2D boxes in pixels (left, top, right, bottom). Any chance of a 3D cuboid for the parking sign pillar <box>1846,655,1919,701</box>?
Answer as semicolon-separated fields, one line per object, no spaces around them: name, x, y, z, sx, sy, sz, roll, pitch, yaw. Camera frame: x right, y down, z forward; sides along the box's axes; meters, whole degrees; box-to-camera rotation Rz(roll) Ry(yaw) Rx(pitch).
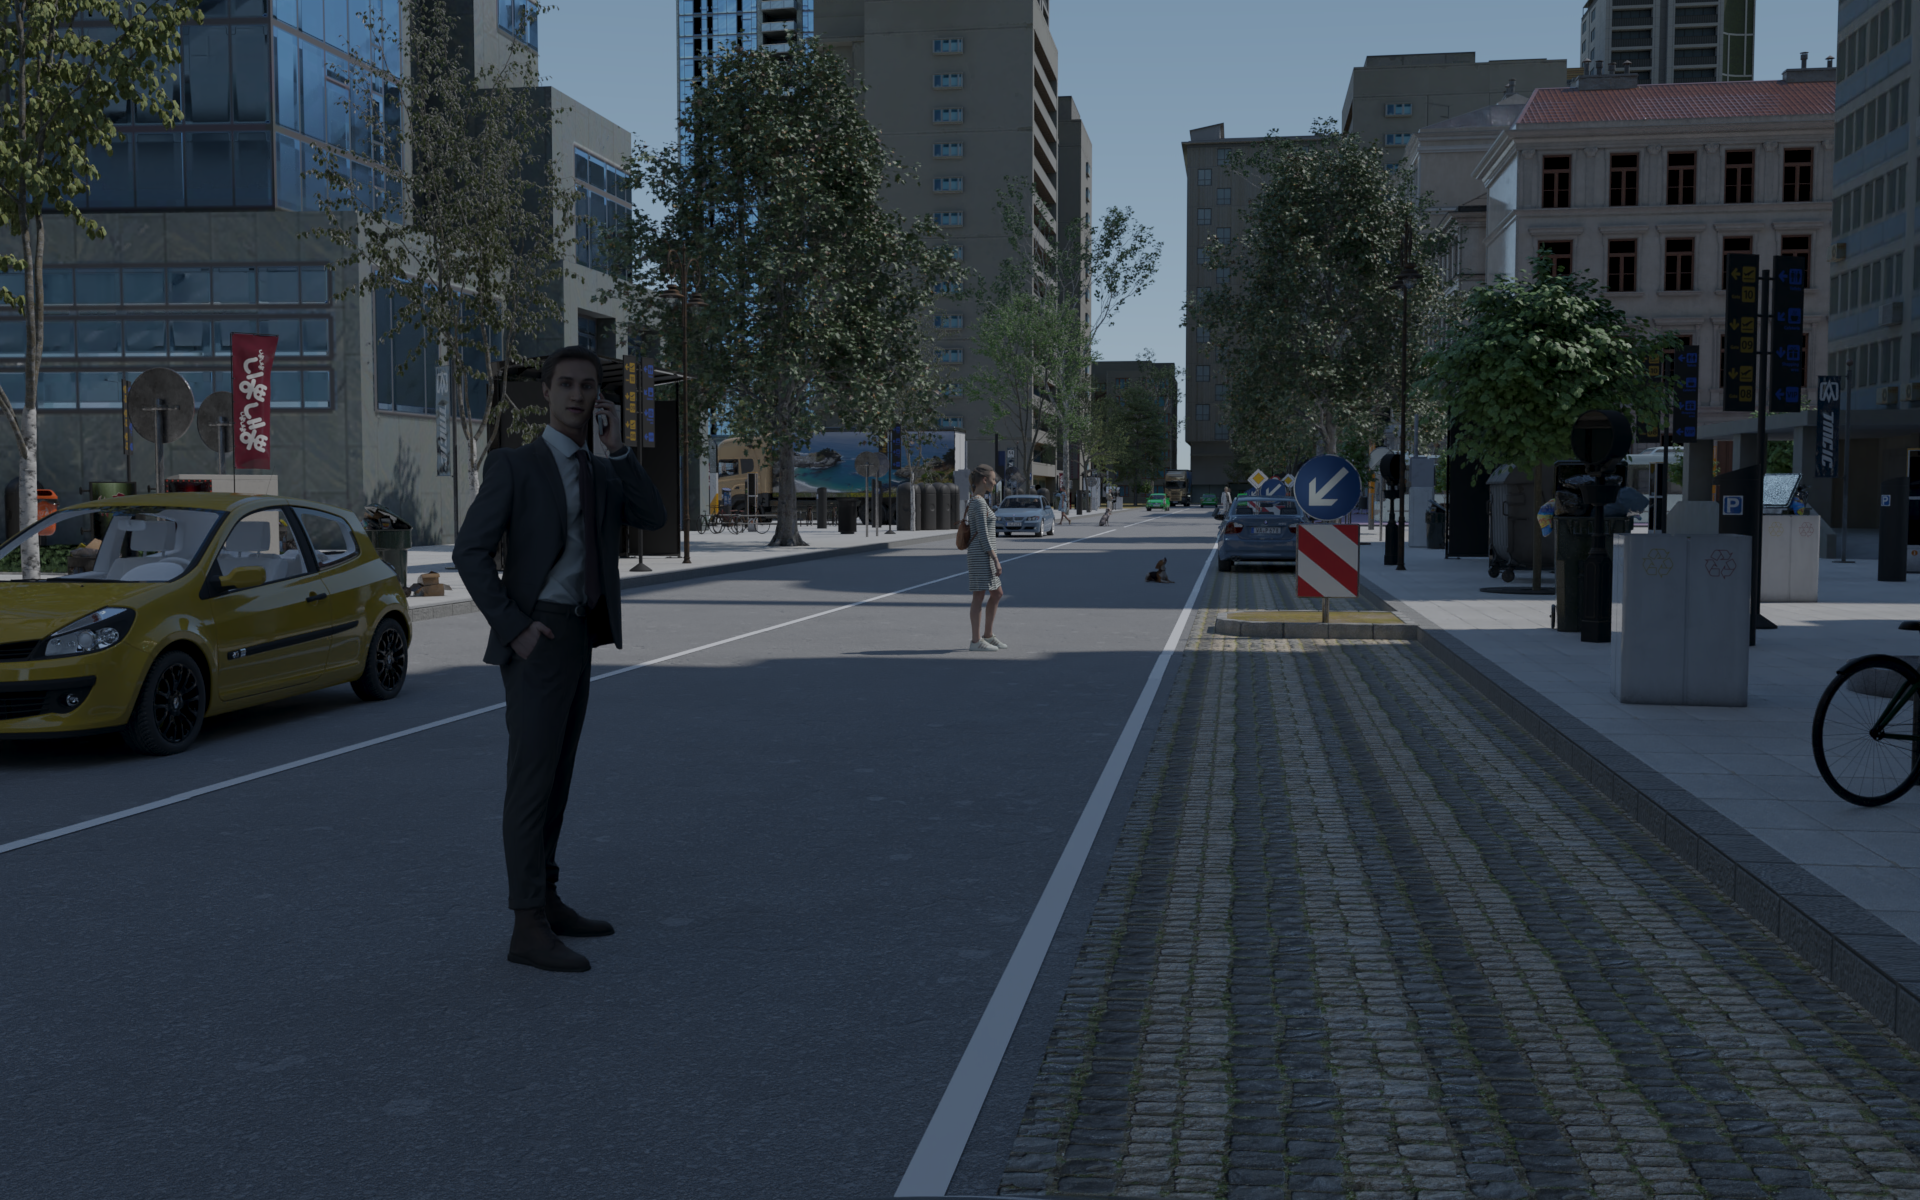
parking sign pillar;6.506;-1.379;11.016;1.447;3.967;1.447;2;4;25

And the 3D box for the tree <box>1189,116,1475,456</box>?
tree;18.684;-14.012;84.993;12.611;20.169;13.585;0;3;0

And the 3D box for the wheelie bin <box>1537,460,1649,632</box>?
wheelie bin;5.912;-0.507;16.192;0.980;1.594;0.693;1;4;17

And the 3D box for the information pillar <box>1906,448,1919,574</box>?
information pillar;15.436;-1.435;27.946;0.304;2.012;0.304;2;4;32

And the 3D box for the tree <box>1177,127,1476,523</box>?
tree;11.743;-8.422;54.701;9.611;12.733;9.660;0;3;0

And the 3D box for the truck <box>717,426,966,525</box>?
truck;-5.490;-5.188;73.744;11.283;4.237;2.839;1;4;11

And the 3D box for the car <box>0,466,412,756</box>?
car;-4.973;-0.035;10.790;2.015;1.641;3.980;0;4;8

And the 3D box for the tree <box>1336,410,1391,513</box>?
tree;26.412;-10.056;114.770;4.737;8.622;4.395;0;3;0

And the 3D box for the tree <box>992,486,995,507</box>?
tree;2.776;-8.909;140.270;1.663;3.219;1.824;0;3;0

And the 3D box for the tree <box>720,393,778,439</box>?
tree;-10.959;-8.649;91.769;4.737;8.622;4.395;0;3;0

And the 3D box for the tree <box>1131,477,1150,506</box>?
tree;19.722;-12.043;191.509;1.663;3.219;1.824;0;3;0

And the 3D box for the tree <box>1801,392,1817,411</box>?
tree;26.428;-4.353;54.879;4.285;4.588;4.351;0;3;0

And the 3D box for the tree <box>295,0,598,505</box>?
tree;-6.835;-4.501;23.955;4.360;8.622;3.978;0;3;0

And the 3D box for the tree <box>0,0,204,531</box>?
tree;-8.243;-3.934;14.687;4.737;8.622;4.395;0;3;0

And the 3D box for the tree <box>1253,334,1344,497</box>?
tree;20.275;-10.988;105.414;9.928;11.665;9.643;0;3;0

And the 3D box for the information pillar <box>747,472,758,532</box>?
information pillar;-7.055;-3.329;58.920;0.304;2.012;0.304;0;4;4

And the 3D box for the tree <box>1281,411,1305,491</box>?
tree;25.146;-11.054;131.088;4.737;8.622;4.395;0;3;0

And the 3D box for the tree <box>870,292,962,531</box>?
tree;-1.768;-6.663;59.299;4.360;8.622;3.978;0;3;0

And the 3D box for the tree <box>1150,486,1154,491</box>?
tree;23.041;-13.448;214.478;1.663;3.219;1.824;0;3;0

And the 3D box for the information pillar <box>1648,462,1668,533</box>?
information pillar;16.039;-2.160;39.812;0.304;2.012;0.304;0;4;-7

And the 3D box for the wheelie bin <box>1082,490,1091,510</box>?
wheelie bin;10.042;-7.905;137.150;0.980;1.594;0.693;3;4;38

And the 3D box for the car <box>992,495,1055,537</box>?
car;2.161;-2.862;58.802;2.014;1.417;4.499;1;4;11

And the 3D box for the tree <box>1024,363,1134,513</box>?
tree;8.605;-11.338;119.788;7.601;10.594;8.767;2;4;30

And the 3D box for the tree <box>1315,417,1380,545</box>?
tree;10.044;-3.019;43.961;1.663;3.219;1.824;0;3;0

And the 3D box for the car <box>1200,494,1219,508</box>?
car;26.254;-10.618;182.407;1.959;1.807;4.718;1;4;9

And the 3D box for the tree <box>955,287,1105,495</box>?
tree;3.436;-9.906;87.720;9.928;11.665;9.643;0;3;0

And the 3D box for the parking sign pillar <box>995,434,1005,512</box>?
parking sign pillar;1.791;-5.488;78.201;1.447;3.967;1.447;0;4;2

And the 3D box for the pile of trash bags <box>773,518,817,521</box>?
pile of trash bags;-7.583;-4.539;83.967;1.912;1.369;3.447;2;4;31

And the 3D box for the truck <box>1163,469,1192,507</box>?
truck;25.051;-12.833;198.735;2.839;4.237;11.283;1;4;11

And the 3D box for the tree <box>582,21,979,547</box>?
tree;-4.352;-7.680;42.570;9.611;12.733;9.660;0;3;0

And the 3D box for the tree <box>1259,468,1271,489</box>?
tree;33.679;-12.571;189.250;4.285;4.588;4.351;0;3;0

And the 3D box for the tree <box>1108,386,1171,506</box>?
tree;18.813;-16.178;182.640;7.486;12.596;7.792;0;3;0

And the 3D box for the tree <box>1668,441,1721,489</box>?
tree;22.812;-3.624;53.857;1.663;3.219;1.824;0;3;0

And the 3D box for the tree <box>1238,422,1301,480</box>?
tree;28.657;-14.597;156.792;7.486;12.596;7.792;0;3;0

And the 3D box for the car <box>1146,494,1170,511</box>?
car;16.647;-8.362;145.509;1.959;1.807;4.718;1;4;10

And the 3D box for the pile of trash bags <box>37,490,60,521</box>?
pile of trash bags;-19.602;-1.489;34.092;3.447;1.369;1.912;-3;5;-43

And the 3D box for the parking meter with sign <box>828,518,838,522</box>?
parking meter with sign;-5.418;-5.198;81.249;1.738;3.016;0.543;-1;4;-22

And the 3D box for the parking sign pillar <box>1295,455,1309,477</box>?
parking sign pillar;23.520;-7.919;117.943;1.447;3.967;1.447;-1;4;-12

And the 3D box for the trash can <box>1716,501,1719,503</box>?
trash can;15.859;-1.455;35.436;0.748;1.137;0.748;0;3;0

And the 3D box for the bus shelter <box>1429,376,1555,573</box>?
bus shelter;9.609;-2.434;31.084;1.731;3.624;6.357;1;4;9

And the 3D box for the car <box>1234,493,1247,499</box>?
car;27.437;-9.677;167.022;1.959;1.807;4.718;1;4;9

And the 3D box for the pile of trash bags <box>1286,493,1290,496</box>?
pile of trash bags;20.696;-6.055;108.744;1.912;1.369;3.447;0;4;6

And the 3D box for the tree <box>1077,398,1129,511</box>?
tree;10.527;-11.094;131.741;4.737;8.622;4.395;0;3;0

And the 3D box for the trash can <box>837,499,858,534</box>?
trash can;-3.612;-2.684;55.541;0.748;1.137;0.748;0;3;0

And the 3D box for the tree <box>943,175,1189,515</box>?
tree;4.988;-15.218;104.701;12.611;20.169;13.585;0;3;0

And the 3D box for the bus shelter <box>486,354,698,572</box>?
bus shelter;-6.559;-2.467;31.619;1.731;3.624;6.357;1;4;9

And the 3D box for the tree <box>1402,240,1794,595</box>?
tree;7.514;-2.381;22.639;4.285;4.588;4.351;0;3;0

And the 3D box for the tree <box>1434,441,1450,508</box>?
tree;17.351;-4.120;61.969;1.663;3.219;1.824;0;3;0

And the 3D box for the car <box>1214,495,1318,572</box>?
car;5.825;-1.280;32.933;2.014;1.417;4.499;1;4;10

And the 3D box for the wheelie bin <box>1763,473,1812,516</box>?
wheelie bin;12.638;-1.149;26.702;0.693;1.594;0.980;-2;4;-32

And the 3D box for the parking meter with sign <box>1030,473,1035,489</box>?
parking meter with sign;6.154;-9.133;145.587;0.543;3.016;1.738;2;4;29

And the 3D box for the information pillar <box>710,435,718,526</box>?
information pillar;-9.753;-4.726;68.617;0.183;3.616;0.504;-3;5;-39

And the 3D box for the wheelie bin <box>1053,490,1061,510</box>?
wheelie bin;7.906;-8.090;140.186;0.693;1.594;0.980;-3;4;-36
